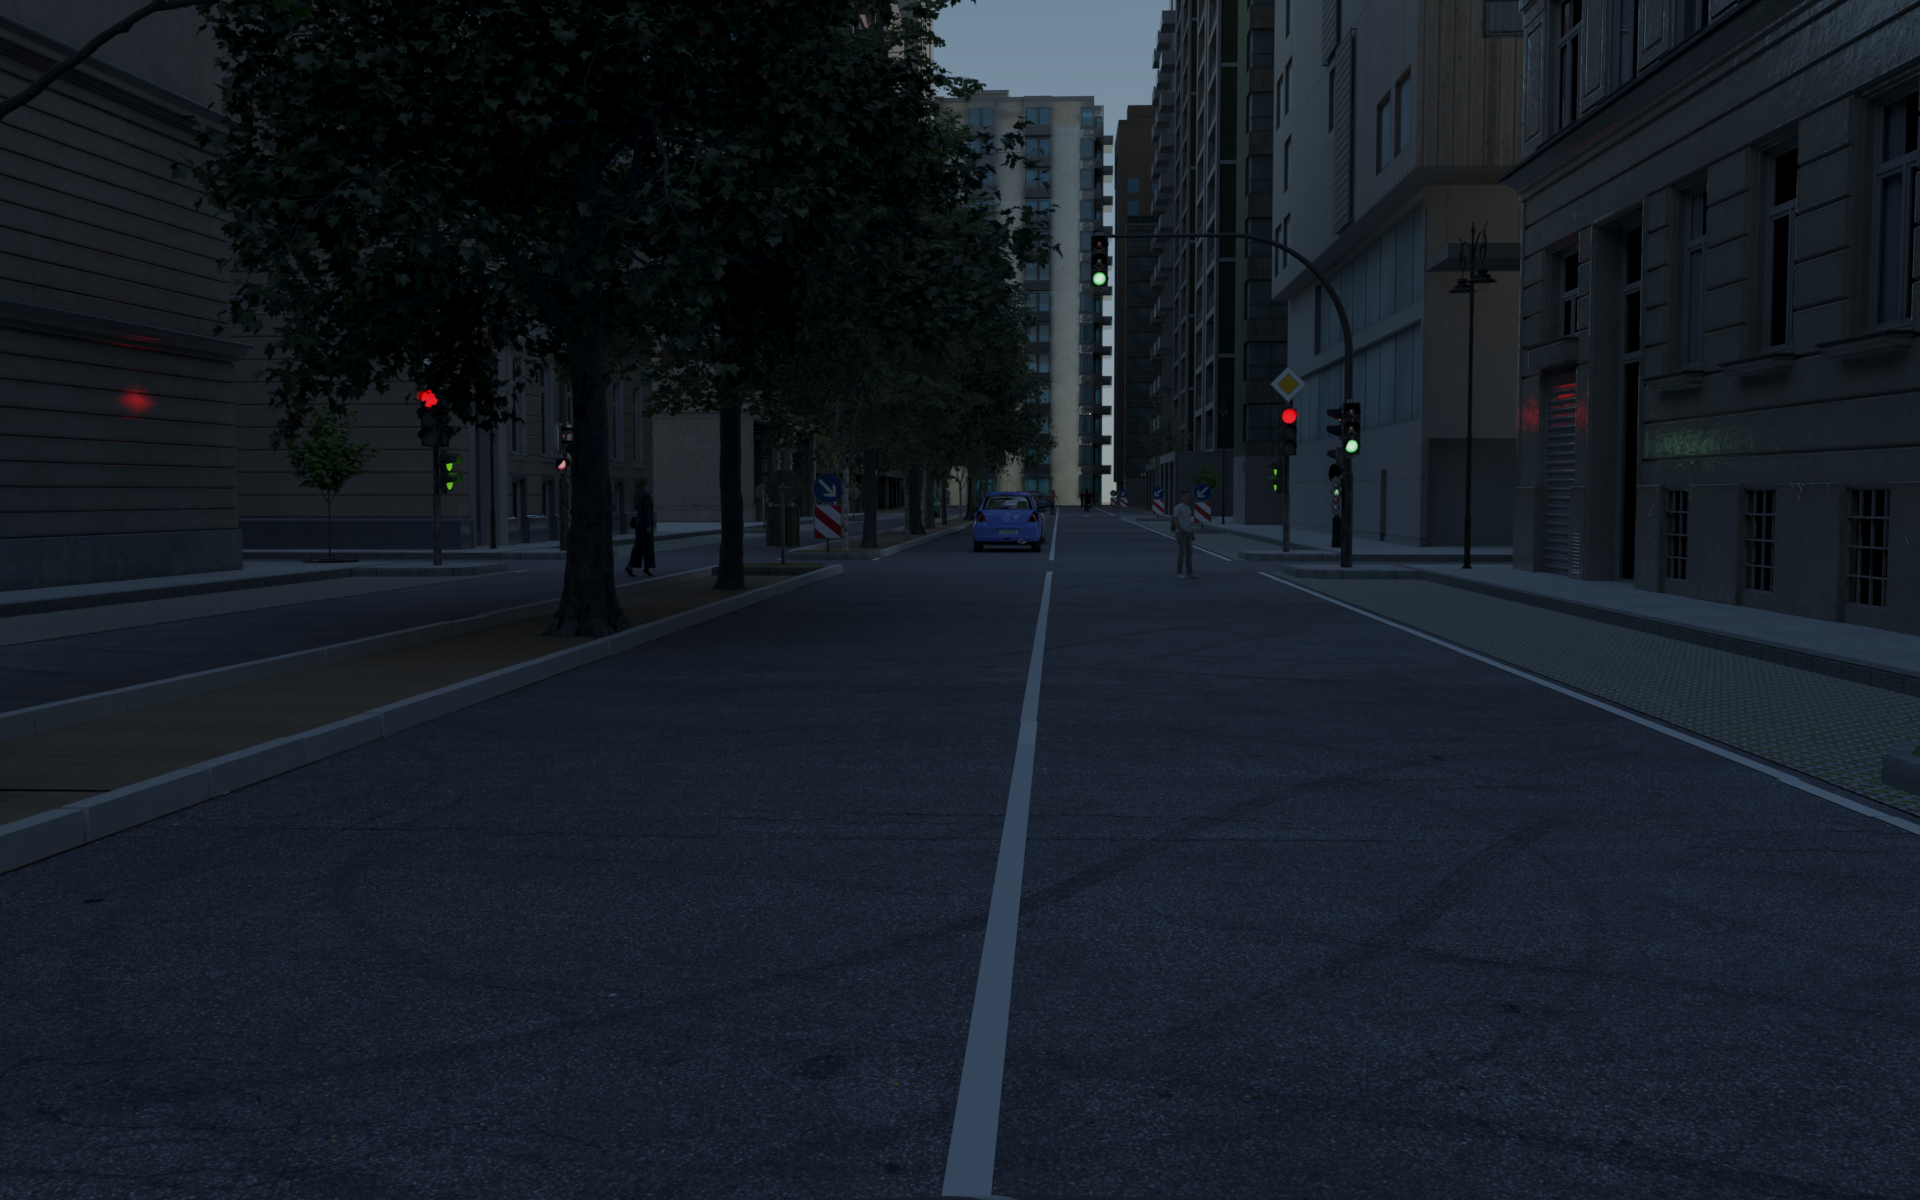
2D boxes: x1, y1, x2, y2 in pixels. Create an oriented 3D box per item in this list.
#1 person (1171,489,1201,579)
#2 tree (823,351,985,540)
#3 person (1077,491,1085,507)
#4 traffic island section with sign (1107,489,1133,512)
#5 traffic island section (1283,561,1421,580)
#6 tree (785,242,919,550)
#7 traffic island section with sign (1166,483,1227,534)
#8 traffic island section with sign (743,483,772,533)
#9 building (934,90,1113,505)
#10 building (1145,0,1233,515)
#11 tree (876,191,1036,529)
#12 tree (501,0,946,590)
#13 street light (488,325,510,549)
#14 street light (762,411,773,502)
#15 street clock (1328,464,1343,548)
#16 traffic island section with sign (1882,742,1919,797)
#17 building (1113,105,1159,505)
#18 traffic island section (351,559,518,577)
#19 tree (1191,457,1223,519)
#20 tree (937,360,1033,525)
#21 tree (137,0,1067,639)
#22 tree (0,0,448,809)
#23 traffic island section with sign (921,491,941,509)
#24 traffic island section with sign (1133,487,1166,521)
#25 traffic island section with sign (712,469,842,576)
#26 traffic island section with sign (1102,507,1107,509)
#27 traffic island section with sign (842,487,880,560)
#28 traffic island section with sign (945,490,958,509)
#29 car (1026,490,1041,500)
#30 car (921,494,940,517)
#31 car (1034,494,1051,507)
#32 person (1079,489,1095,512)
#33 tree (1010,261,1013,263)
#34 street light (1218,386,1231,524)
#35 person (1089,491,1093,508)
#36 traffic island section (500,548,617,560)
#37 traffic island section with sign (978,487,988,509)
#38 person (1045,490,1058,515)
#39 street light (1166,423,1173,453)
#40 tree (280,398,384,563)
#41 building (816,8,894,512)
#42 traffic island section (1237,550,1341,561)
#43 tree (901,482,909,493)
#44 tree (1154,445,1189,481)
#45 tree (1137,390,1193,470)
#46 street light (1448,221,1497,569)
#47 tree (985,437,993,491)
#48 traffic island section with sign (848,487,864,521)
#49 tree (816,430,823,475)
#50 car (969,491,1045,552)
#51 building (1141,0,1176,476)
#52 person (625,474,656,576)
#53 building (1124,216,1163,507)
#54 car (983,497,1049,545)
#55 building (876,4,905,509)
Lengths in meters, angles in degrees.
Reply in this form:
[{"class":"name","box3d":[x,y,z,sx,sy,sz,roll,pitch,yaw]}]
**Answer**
[{"class":"person","box3d":[3.810,-1.112,29.278,0.523,1.515,0.503,1,4,13]},{"class":"tree","box3d":[-1.610,-6.122,52.918,4.737,8.622,4.395,0,3,0]},{"class":"person","box3d":[13.584,-11.296,193.215,0.705,1.821,1.348,-2,4,-32]},{"class":"traffic island section with sign","box3d":[13.100,-8.038,140.047,1.989,1.847,2.006,0,4,3]},{"class":"traffic island section","box3d":[6.771,-0.491,30.317,2.009,0.180,2.903,0,4,3]},{"class":"tree","box3d":[-2.659,-5.336,40.055,4.360,8.622,3.978,0,3,0]},{"class":"traffic island section with sign","box3d":[8.691,-3.346,63.342,1.989,1.847,2.006,0,4,3]},{"class":"traffic island section with sign","box3d":[-7.231,-3.372,63.768,1.989,1.847,2.006,0,4,3]},{"class":"building","box3d":[2.915,-35.997,208.157,30.456,49.044,23.786,0,4,3]},{"class":"building","box3d":[25.095,-42.410,131.650,20.563,71.187,20.611,0,4,3]},{"class":"tree","box3d":[-1.343,-9.882,70.683,9.857,13.997,8.962,0,3,0]},{"class":"tree","box3d":[-3.510,-6.445,25.968,7.486,12.596,7.792,0,3,0]},{"class":"street light","box3d":[-10.943,-4.138,40.445,0.468,5.910,1.993,0,4,3]},{"class":"street light","box3d":[-8.731,-6.483,78.793,0.468,5.910,1.993,0,4,3]},{"class":"street clock","box3d":[9.011,-2.249,41.344,0.358,2.002,0.471,-1,4,-22]},{"class":"traffic island section with sign","box3d":[5.499,0.040,7.976,1.989,1.847,2.006,0,4,3]},{"class":"building","box3d":[25.307,-33.782,202.449,14.200,45.320,14.600,0,4,3]},{"class":"traffic island section","box3d":[-9.443,-0.549,31.253,2.009,0.180,2.903,0,4,3]},{"class":"tree","box3d":[12.794,-5.868,90.545,1.663,3.219,1.824,0,3,0]},{"class":"tree","box3d":[-0.676,-8.771,80.279,8.767,10.594,7.601,0,4,3]},{"class":"tree","box3d":[-3.742,-5.986,17.331,9.611,12.733,9.660,0,3,0]},{"class":"tree","box3d":[-4.812,-4.853,7.557,9.928,11.665,9.643,0,3,0]},{"class":"traffic island section with sign","box3d":[-2.795,-8.084,140.797,1.989,1.847,2.006,0,4,3]},{"class":"traffic island section with sign","box3d":[10.304,-5.066,91.463,1.989,1.847,2.006,0,4,3]},{"class":"traffic island section with sign","box3d":[-3.288,-1.407,31.133,2.006,1.907,1.989,0,4,3]},{"class":"traffic island section with sign","box3d":[14.664,-9.689,167.047,1.989,1.847,2.006,0,4,3]},{"class":"traffic island section with sign","box3d":[-2.852,-1.859,38.528,2.006,1.907,1.989,0,4,3]},{"class":"traffic island section with sign","box3d":[-1.192,-9.789,168.679,1.989,1.847,2.006,0,4,3]},{"class":"car","box3d":[7.694,-10.558,181.299,2.281,1.827,5.304,0,4,2]},{"class":"car","box3d":[-2.178,-6.032,107.425,1.959,1.807,4.718,0,4,2]},{"class":"car","box3d":[7.979,-9.320,164.379,2.014,1.417,4.499,0,4,3]},{"class":"person","box3d":[10.109,-7.919,137.935,1.348,1.831,0.705,2,4,26]},{"class":"tree","box3d":[-2.481,-7.667,45.947,7.486,12.596,7.792,0,3,0]},{"class":"street light","box3d":[11.287,-6.195,74.076,0.468,5.910,1.993,0,4,3]},{"class":"person","box3d":[12.952,-10.016,172.970,0.721,1.735,1.217,3,5,41]},{"class":"traffic island section","box3d":[-8.984,-1.036,39.224,2.009,0.180,2.903,0,4,3]},{"class":"traffic island section with sign","box3d":[1.462,-6.447,113.543,2.006,1.907,1.989,0,4,3]},{"class":"person","box3d":[6.202,-6.588,116.935,1.217,1.743,0.721,3,5,45]},{"class":"street light","box3d":[13.554,-8.525,112.174,0.468,5.910,1.993,0,4,3]},{"class":"tree","box3d":[-12.001,-2.324,32.595,1.663,3.219,1.824,0,3,0]},{"class":"building","box3d":[-16.677,-28.996,128.708,22.147,44.769,28.867,0,4,3]},{"class":"traffic island section","box3d":[7.230,-0.979,38.289,2.009,0.180,2.903,0,4,3]},{"class":"tree","box3d":[-4.524,-10.261,162.375,1.663,3.219,1.824,0,3,0]},{"class":"tree","box3d":[14.619,-8.079,115.810,4.285,4.588,4.351,0,3,0]},{"class":"tree","box3d":[14.532,-10.411,120.588,4.360,8.622,3.978,0,3,0]},{"class":"street light","box3d":[8.721,-3.475,29.611,0.468,5.910,1.993,0,4,3]},{"class":"tree","box3d":[0.067,-8.180,86.564,4.737,8.622,4.395,0,3,0]},{"class":"traffic island section with sign","box3d":[-5.616,-5.100,92.017,1.989,1.847,2.006,0,4,3]},{"class":"tree","box3d":[-7.895,-9.833,111.127,4.737,8.622,4.395,0,3,0]},{"class":"car","box3d":[1.197,-2.097,43.874,1.945,1.707,3.694,0,4,1]},{"class":"building","box3d":[28.974,-32.927,157.967,23.786,49.044,30.456,0,4,3]},{"class":"person","box3d":[-5.531,-1.299,30.156,0.576,1.772,0.534,2,4,28]},{"class":"building","box3d":[24.186,-25.049,181.247,14.160,30.474,14.107,0,4,3]},{"class":"car","box3d":[1.538,-2.339,50.612,2.083,1.381,4.827,0,4,4]},{"class":"building","box3d":[-12.345,-30.584,150.152,14.600,45.320,14.200,0,4,3]}]
